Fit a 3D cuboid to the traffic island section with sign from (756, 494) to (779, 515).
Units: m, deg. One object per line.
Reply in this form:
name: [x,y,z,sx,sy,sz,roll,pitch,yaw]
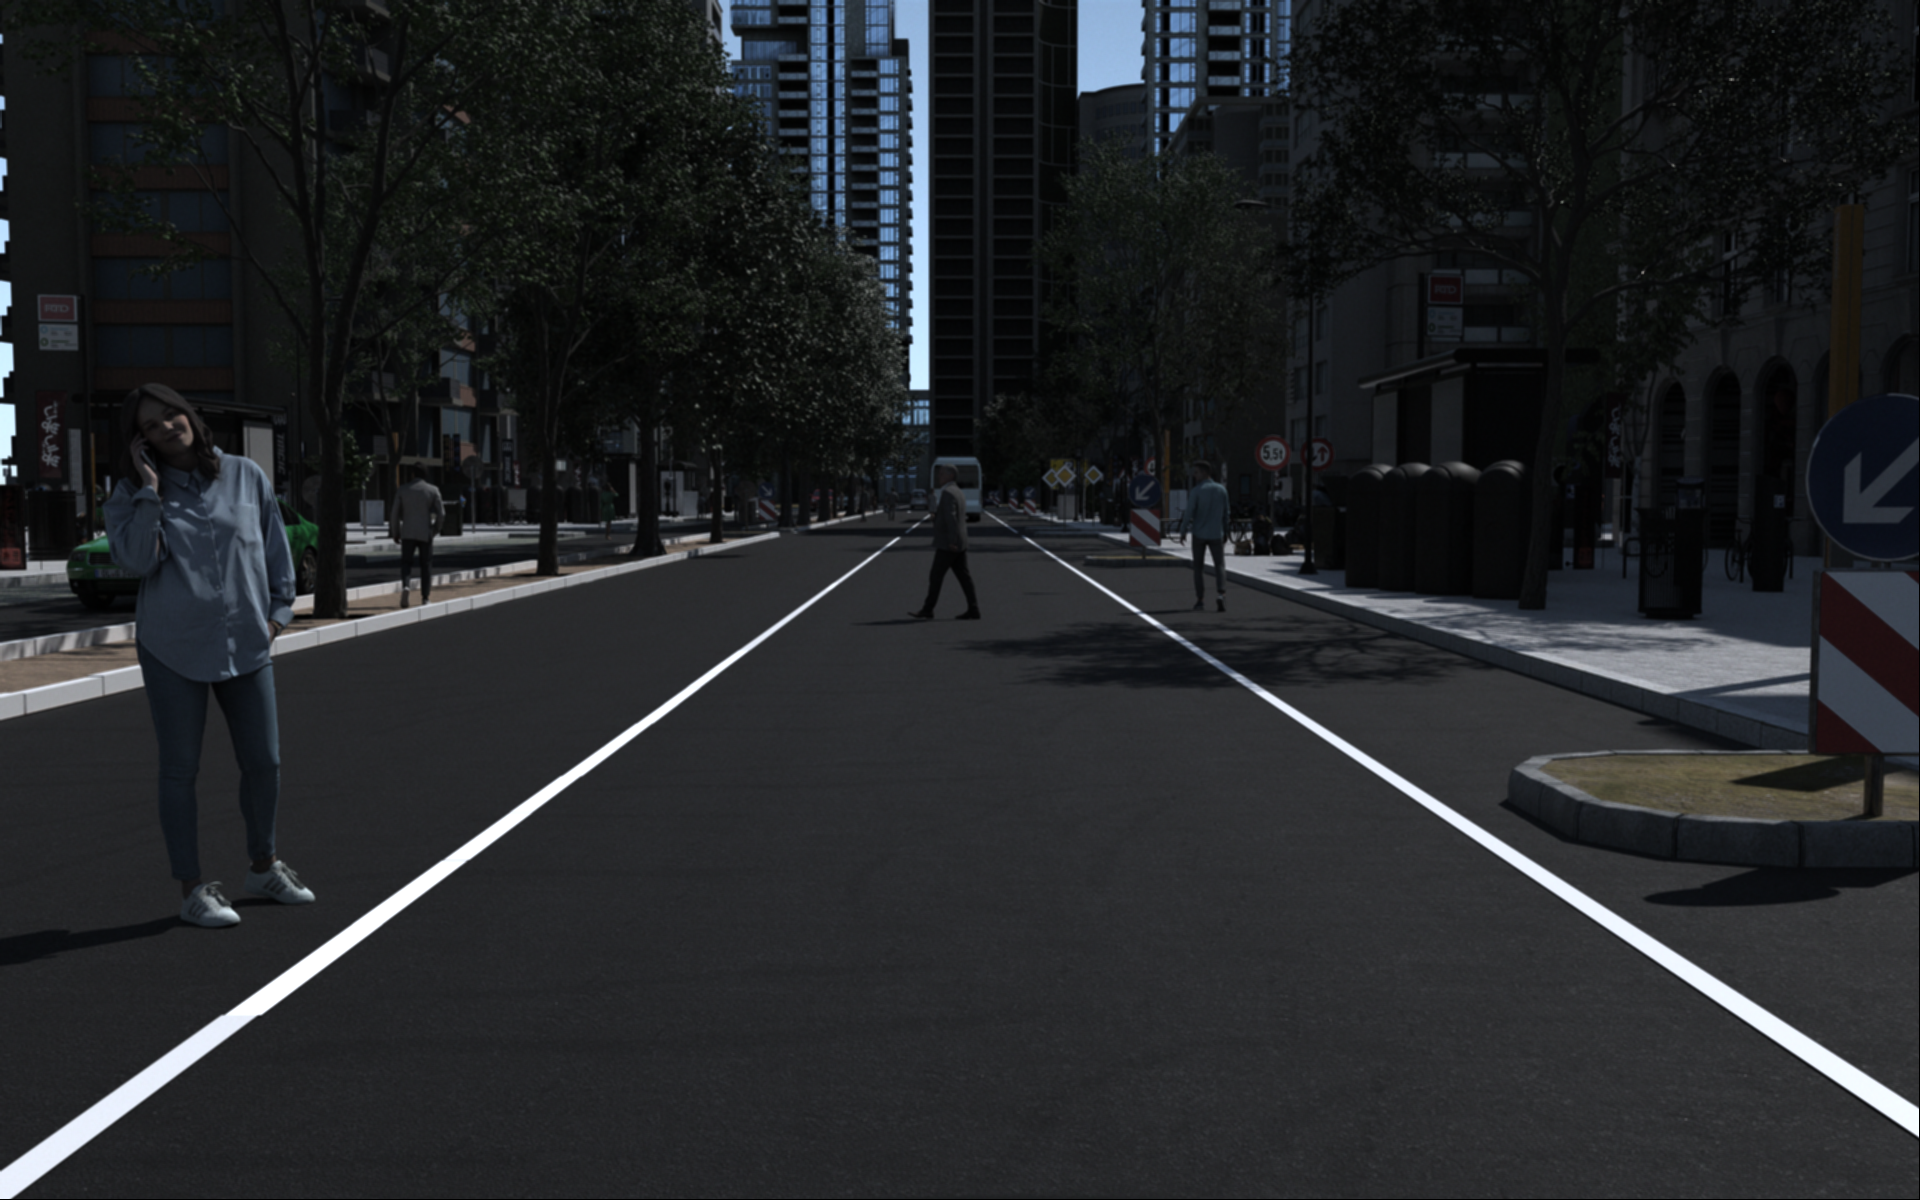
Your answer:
traffic island section with sign: [-13.360,-6.665,117.595,1.989,1.847,2.006,0,3,0]

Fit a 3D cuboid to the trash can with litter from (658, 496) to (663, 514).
trash can with litter: [-19.360,-6.034,109.709,2.233,1.210,1.678,-1,4,-8]

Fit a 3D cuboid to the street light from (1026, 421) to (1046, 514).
street light: [4.954,-8.424,110.273,1.470,5.913,1.316,0,3,0]

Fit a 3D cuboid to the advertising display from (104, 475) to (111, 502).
advertising display: [-28.189,-3.239,58.169,0.974,1.923,0.123,-3,4,-38]

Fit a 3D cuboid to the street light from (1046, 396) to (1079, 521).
street light: [4.920,-6.645,81.192,1.470,5.913,1.316,0,3,0]

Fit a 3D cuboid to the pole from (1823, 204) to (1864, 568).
pole: [6.285,-1.132,12.345,0.158,3.312,0.155,0,3,0]

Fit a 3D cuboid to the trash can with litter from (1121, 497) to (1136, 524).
trash can with litter: [7.062,-3.872,74.693,1.055,1.170,0.624,-3,5,-43]

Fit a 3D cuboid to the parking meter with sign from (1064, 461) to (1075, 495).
parking meter with sign: [5.769,-5.780,90.771,0.543,3.016,1.738,0,4,-1]

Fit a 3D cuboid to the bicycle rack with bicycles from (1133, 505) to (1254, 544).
bicycle rack with bicycles: [6.618,-1.947,45.209,2.925,0.926,2.852,-3,4,-37]

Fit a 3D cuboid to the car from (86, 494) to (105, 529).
car: [-29.842,-3.194,61.023,4.718,1.807,1.959,0,4,-2]

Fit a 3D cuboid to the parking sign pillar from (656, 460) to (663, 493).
parking sign pillar: [-22.896,-8.738,131.332,1.447,3.967,1.447,1,4,19]

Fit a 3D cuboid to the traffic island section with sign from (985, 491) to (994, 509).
traffic island section with sign: [3.421,-9.742,167.915,1.989,1.847,2.006,0,3,0]

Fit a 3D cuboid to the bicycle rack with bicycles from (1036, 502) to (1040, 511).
bicycle rack with bicycles: [7.073,-7.382,134.073,2.925,0.926,2.852,2,4,25]

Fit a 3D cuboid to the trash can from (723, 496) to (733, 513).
trash can: [-16.037,-6.618,119.864,0.748,1.137,0.748,0,3,0]

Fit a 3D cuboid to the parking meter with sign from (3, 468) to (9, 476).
parking meter with sign: [-63.930,-7.403,117.303,1.738,3.016,0.543,2,4,25]

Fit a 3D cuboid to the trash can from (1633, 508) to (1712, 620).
trash can: [7.312,-0.377,17.814,0.748,1.137,0.748,0,3,0]

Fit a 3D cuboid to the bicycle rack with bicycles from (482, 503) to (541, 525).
bicycle rack with bicycles: [-18.367,-3.614,72.470,2.925,0.926,2.852,-1,4,-10]

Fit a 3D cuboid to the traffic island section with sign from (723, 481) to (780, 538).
traffic island section with sign: [-7.193,-3.037,57.786,2.006,1.907,1.989,0,3,0]

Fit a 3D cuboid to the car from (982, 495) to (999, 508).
car: [3.180,-10.244,180.066,1.945,1.354,3.894,0,3,0]

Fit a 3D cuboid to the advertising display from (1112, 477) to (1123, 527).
advertising display: [6.153,-3.813,67.558,0.123,1.923,0.974,-1,4,-13]

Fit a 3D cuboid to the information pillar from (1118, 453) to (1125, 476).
information pillar: [9.179,-6.536,98.224,0.504,3.616,0.183,3,4,36]

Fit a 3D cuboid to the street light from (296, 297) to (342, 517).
street light: [-15.071,-4.183,40.939,1.470,5.913,1.316,0,3,0]

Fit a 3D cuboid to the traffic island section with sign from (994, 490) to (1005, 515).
traffic island section with sign: [3.457,-6.634,117.095,1.989,1.847,2.006,0,3,0]

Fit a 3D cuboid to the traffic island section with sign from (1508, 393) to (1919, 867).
traffic island section with sign: [3.548,0.063,7.594,1.989,1.847,2.006,0,3,0]

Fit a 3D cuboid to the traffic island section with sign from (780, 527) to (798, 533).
traffic island section with sign: [-7.189,-3.490,65.193,2.006,1.907,1.989,0,3,0]

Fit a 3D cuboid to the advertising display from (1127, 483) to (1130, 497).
advertising display: [8.680,-5.298,91.841,0.974,1.923,0.123,3,4,38]

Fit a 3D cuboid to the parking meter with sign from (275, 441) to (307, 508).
parking meter with sign: [-22.495,-3.722,57.116,1.738,3.016,0.543,-3,4,-36]

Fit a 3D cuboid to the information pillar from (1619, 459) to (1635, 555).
information pillar: [14.103,-1.959,36.523,0.304,2.012,0.304,1,4,9]

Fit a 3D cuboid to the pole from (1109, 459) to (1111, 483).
pole: [8.625,-6.453,99.346,0.158,3.312,0.155,0,3,0]

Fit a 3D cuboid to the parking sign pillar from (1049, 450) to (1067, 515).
parking sign pillar: [6.588,-7.235,106.768,1.447,3.967,1.447,2,4,29]

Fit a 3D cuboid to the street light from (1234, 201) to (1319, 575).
street light: [5.036,-3.366,27.580,1.470,5.913,1.316,0,3,0]

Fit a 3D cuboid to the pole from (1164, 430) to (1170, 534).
pole: [6.616,-3.765,55.395,0.158,3.312,0.155,0,3,0]

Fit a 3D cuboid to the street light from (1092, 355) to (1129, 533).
street light: [4.962,-5.192,57.430,1.470,5.913,1.316,0,3,0]

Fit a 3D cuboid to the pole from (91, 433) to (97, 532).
pole: [-29.001,-3.917,57.887,0.158,3.312,0.155,0,3,0]

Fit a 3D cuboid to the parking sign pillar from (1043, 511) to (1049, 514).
parking sign pillar: [6.231,-7.720,114.691,1.447,3.967,1.447,0,4,-6]

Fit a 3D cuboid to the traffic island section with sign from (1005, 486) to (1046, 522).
traffic island section with sign: [3.486,-4.985,90.140,1.989,1.847,2.006,0,3,0]

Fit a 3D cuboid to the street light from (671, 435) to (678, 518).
street light: [-15.034,-7.451,94.368,1.470,5.913,1.316,0,3,0]

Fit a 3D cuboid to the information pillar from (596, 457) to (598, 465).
information pillar: [-22.718,-7.114,107.663,0.504,3.616,0.183,-1,4,-19]

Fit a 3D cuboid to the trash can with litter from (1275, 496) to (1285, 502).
trash can with litter: [17.356,-4.970,92.639,1.055,1.170,0.624,3,5,40]

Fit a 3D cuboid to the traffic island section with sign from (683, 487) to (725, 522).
traffic island section with sign: [-13.353,-5.016,90.639,1.989,1.847,2.006,0,3,0]

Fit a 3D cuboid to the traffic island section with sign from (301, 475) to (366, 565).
traffic island section with sign: [-13.294,-1.636,35.382,1.989,1.847,2.006,0,3,0]

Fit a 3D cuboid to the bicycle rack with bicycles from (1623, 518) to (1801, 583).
bicycle rack with bicycles: [11.559,-0.789,26.284,2.925,0.926,2.852,-3,5,-42]

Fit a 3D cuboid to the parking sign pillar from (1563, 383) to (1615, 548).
parking sign pillar: [15.040,-3.256,41.708,1.447,3.967,1.447,3,5,41]

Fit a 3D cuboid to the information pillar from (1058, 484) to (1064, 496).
information pillar: [5.503,-5.423,93.157,0.304,2.012,0.304,-2,4,-35]

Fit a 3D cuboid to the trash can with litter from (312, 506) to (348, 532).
trash can with litter: [-21.085,-2.851,58.001,0.624,1.170,1.055,2,4,27]

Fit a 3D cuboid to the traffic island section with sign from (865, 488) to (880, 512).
traffic island section with sign: [-7.261,-8.085,140.332,2.006,1.907,1.989,0,3,0]

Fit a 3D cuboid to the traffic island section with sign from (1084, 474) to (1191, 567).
traffic island section with sign: [3.531,-1.605,34.865,1.989,1.847,2.006,0,3,0]

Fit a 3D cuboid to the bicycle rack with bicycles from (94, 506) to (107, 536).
bicycle rack with bicycles: [-24.834,-2.402,52.648,2.852,0.926,2.925,-2,4,-35]

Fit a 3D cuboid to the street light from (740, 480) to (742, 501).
street light: [-15.080,-9.230,123.449,1.470,5.913,1.316,0,3,0]

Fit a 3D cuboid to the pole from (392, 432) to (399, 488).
pole: [-18.681,-3.885,57.357,0.158,3.312,0.155,0,3,0]

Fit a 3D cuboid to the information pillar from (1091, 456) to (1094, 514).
information pillar: [8.173,-7.084,107.174,0.183,3.616,0.504,0,4,-7]
